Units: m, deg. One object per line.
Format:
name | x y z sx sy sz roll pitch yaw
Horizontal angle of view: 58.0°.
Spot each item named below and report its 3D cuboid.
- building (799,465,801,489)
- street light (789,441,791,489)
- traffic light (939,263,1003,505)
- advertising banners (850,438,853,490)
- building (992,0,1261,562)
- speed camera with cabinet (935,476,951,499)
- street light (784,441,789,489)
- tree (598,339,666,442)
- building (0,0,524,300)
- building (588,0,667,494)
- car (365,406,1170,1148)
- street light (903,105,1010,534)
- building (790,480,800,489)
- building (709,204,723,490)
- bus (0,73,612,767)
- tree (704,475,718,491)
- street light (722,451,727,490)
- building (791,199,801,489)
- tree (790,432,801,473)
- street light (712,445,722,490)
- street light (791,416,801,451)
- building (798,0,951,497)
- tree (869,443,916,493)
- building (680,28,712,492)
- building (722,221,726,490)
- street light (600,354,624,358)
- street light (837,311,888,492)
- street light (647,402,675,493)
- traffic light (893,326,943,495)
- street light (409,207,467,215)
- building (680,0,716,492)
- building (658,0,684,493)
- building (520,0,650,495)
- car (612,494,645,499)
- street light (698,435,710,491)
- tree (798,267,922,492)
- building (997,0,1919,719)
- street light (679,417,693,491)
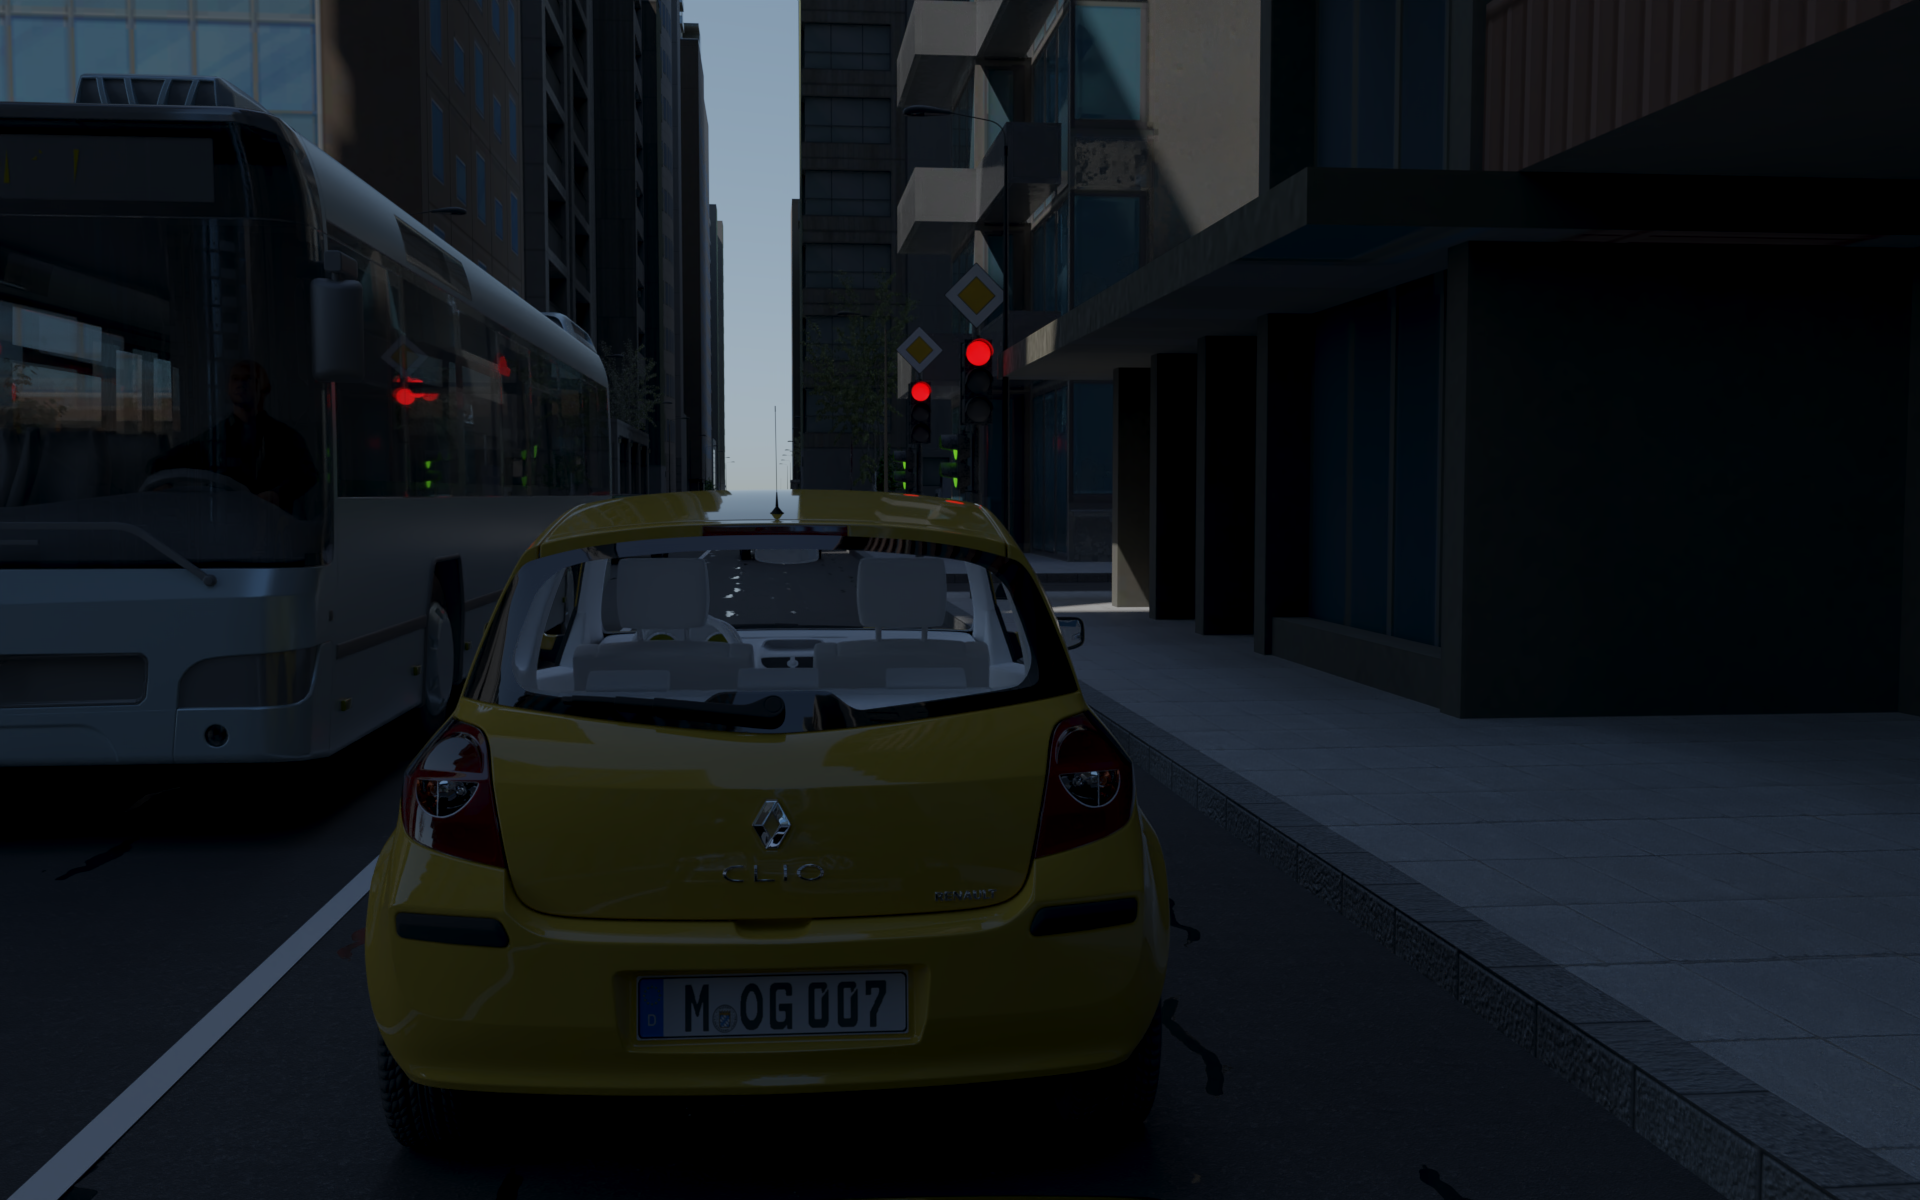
building | -2.601 -42.852 138.875 20.563 71.187 20.611 0 4 -6
street light | -11.042 -9.095 121.243 1.470 5.913 1.316 0 4 -6
traffic light | 0.176 -1.974 21.201 0.839 4.253 0.868 0 4 -6
advertising banners | -3.293 -3.437 52.379 0.090 3.025 2.074 0 4 -4
building | 13.664 -25.837 42.042 30.456 49.044 23.786 0 4 -6
speed camera with cabinet | -0.418 -3.789 56.280 0.660 3.252 2.038 0 4 -7
street light | -14.284 -10.889 150.582 1.470 5.913 1.316 0 4 -6
tree | -15.881 -8.009 81.308 4.360 8.622 3.978 0 3 0
building | -18.125 -23.793 39.124 14.600 45.320 14.200 0 4 -6
building | -23.385 -19.637 92.769 14.160 30.474 14.107 0 4 -6
car | -0.530 0.302 5.282 2.015 1.641 3.980 0 4 -5
street light | 0.016 -2.960 20.931 1.470 5.913 1.316 0 4 -6
building | -6.991 -33.389 237.792 32.217 40.220 23.993 0 4 -6
building | -40.269 -33.827 236.662 14.154 41.232 14.086 0 4 -6
bus | -4.447 -1.072 12.388 2.948 3.499 13.247 0 4 -6
tree | -25.887 -11.313 179.568 1.663 3.219 1.824 0 3 0
street light | -26.205 -13.109 186.875 1.470 5.913 1.316 0 4 -6
building | -17.882 -37.045 255.800 14.600 45.320 14.200 0 4 -6
tree | -16.956 -14.881 193.663 4.360 8.622 3.978 0 3 0
street light | -23.640 -11.741 164.512 1.470 5.913 1.316 0 4 -6
street light | -9.169 -8.003 103.398 1.470 5.913 1.316 0 4 -6
building | 0.723 -23.472 67.369 14.154 41.232 14.086 0 4 -6
tree | -2.550 -3.950 59.185 1.663 3.219 1.824 0 3 0
building | -31.867 -31.667 167.864 14.600 45.320 14.200 0 4 -6
building | -41.391 -34.711 251.114 14.154 41.232 14.086 0 4 -6
street light | -11.865 -5.207 57.668 1.470 5.913 1.316 0 4 -6
street light | -2.429 -4.382 44.183 1.470 5.913 1.316 0 4 -6
street light | -15.127 -7.000 86.994 1.470 5.913 1.316 0 4 -6
traffic light | -0.701 -2.460 29.138 0.839 4.253 0.868 0 4 -6
street light | -8.676 -3.400 28.135 1.470 5.913 1.316 0 4 -6
building | -41.368 -55.037 212.521 22.319 86.520 31.000 0 4 -6
building | -29.816 -35.030 114.742 21.231 58.520 28.212 0 4 -6
building | -22.398 -38.234 63.376 20.563 71.187 20.611 0 4 -6
car | -7.267 -1.565 37.389 2.131 1.459 4.920 0 4 -7
street light | -20.486 -9.941 135.069 1.470 5.913 1.316 0 4 -6
tree | -2.992 -6.428 55.467 4.737 8.622 4.395 0 3 0
building | 12.682 -21.560 7.132 22.147 44.769 28.867 0 4 -6
street light | -16.993 -8.078 104.614 1.470 5.913 1.316 0 4 -6
